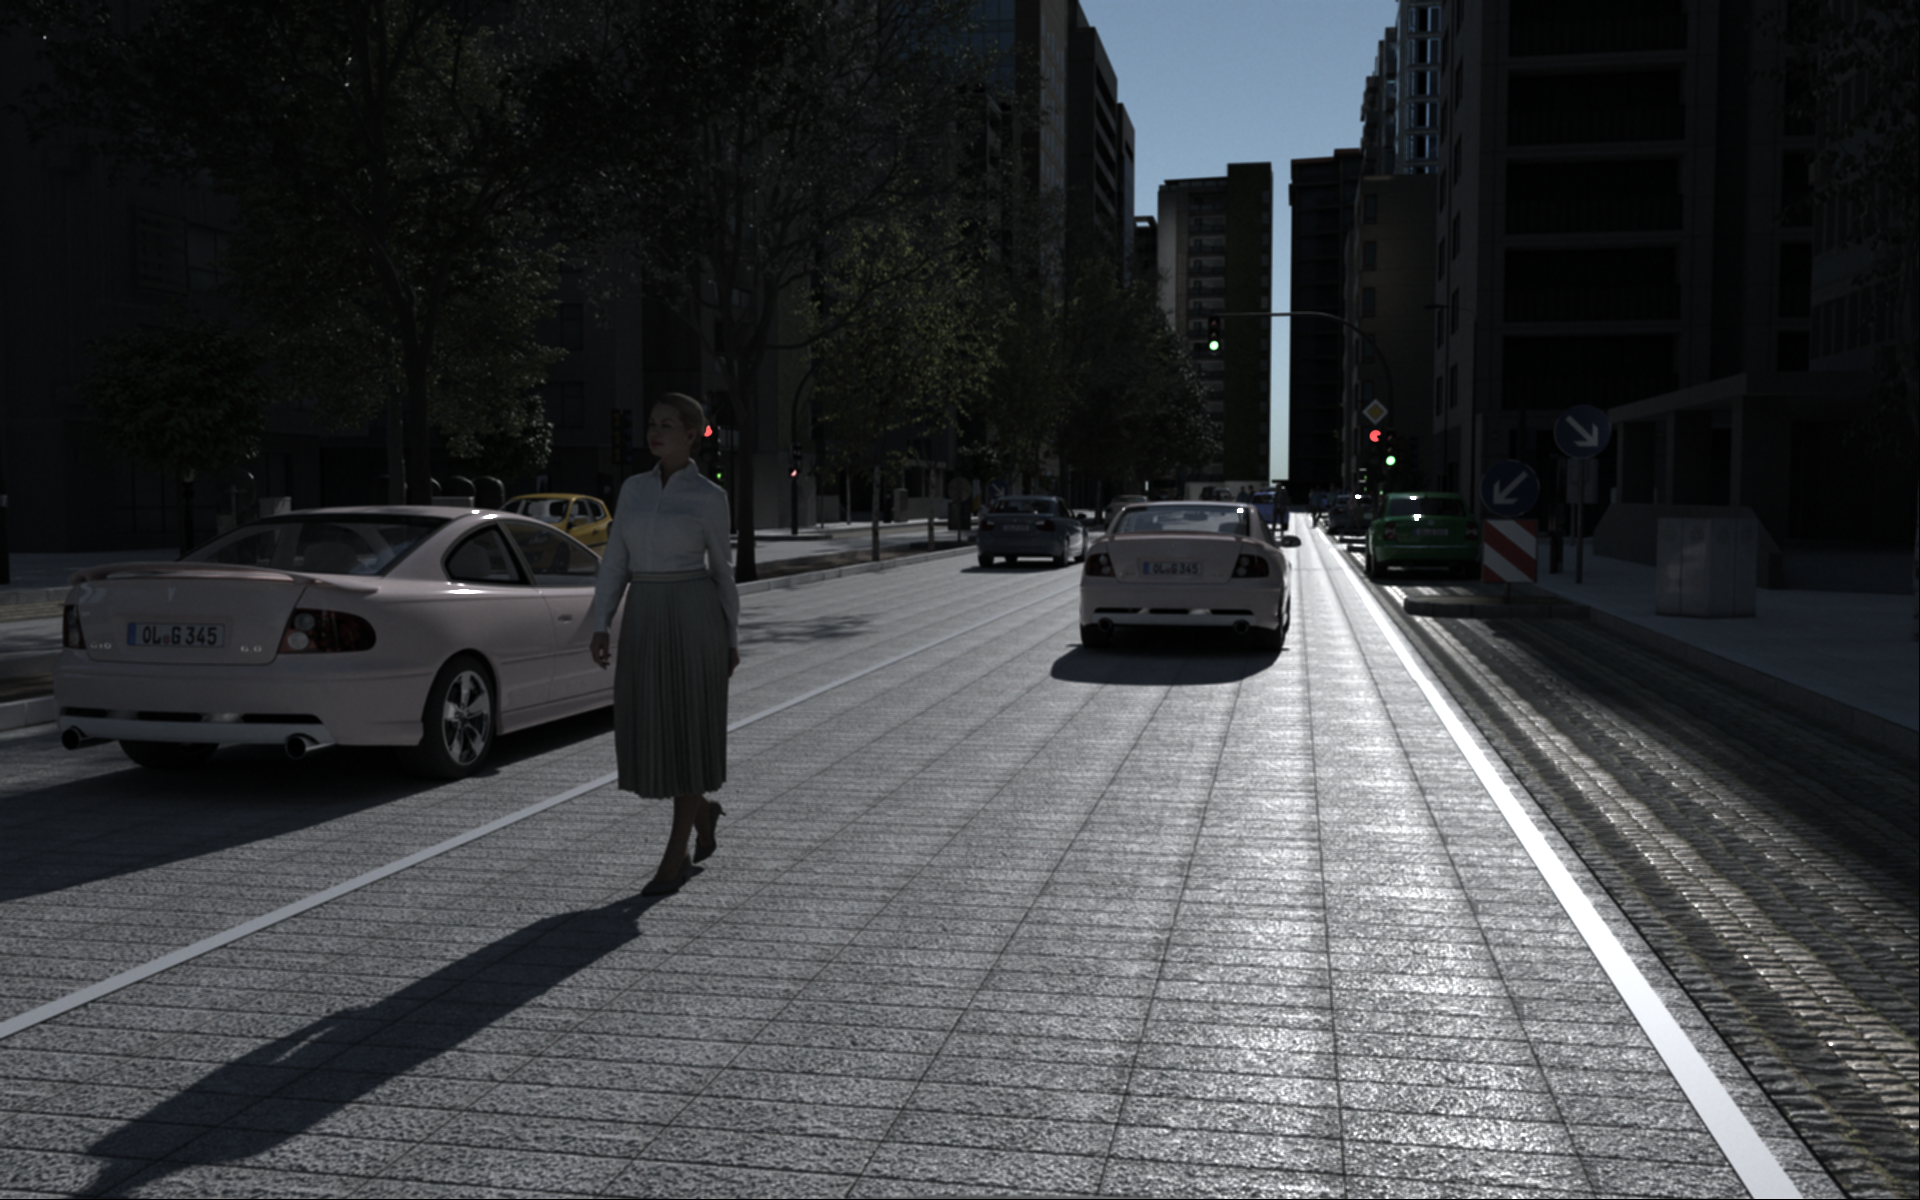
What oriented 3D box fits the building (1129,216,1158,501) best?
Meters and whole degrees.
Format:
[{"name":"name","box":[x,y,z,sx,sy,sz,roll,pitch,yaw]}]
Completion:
[{"name":"building","box":[14.868,-32.874,229.373,23.993,40.220,32.217,1,4,11]}]

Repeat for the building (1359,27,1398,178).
[{"name":"building","box":[53.042,-34.276,180.018,23.786,49.044,30.456,1,4,11]}]

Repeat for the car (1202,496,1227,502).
[{"name":"car","box":[17.204,-6.442,117.912,1.945,1.354,3.894,1,4,9]}]

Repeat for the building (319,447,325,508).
[{"name":"building","box":[-28.328,-25.393,65.294,14.200,45.320,14.600,1,4,11]}]

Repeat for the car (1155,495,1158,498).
[{"name":"car","box":[19.291,-9.296,164.350,2.083,1.381,4.827,1,4,12]}]

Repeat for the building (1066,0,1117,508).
[{"name":"building","box":[4.167,-33.771,175.862,21.300,48.544,21.600,1,4,11]}]

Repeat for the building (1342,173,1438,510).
[{"name":"building","box":[37.968,-15.950,105.822,27.650,21.520,28.899,1,4,11]}]

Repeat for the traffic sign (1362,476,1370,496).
[{"name":"traffic sign","box":[22.320,-5.773,94.497,0.768,2.556,0.104,1,4,19]}]

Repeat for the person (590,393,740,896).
[{"name":"person","box":[-1.043,0.141,6.417,0.478,1.798,0.641,2,4,25]}]

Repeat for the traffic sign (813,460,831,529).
[{"name":"traffic sign","box":[-5.083,-3.898,63.833,0.768,2.556,0.104,1,4,14]}]

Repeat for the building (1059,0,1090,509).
[{"name":"building","box":[0.981,-43.766,153.825,20.563,71.187,20.611,1,4,11]}]

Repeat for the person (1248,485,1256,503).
[{"name":"person","box":[12.987,-4.182,76.839,0.822,1.834,0.622,2,4,29]}]

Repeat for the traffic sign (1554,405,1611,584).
[{"name":"traffic sign","box":[8.884,-1.509,24.774,0.768,2.556,0.104,1,4,19]}]

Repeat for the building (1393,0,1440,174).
[{"name":"building","box":[46.488,-51.115,148.407,22.319,86.520,31.000,1,4,11]}]

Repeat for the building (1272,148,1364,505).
[{"name":"building","box":[54.009,-34.379,216.722,28.867,44.769,22.147,1,4,11]}]

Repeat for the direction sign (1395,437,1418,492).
[{"name":"direction sign","box":[17.718,-4.694,68.748,0.876,3.537,0.379,2,4,26]}]

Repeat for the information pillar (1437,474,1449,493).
[{"name":"information pillar","box":[17.433,-3.553,62.580,0.304,2.012,0.304,-1,4,-13]}]

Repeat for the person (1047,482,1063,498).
[{"name":"person","box":[3.281,-3.186,60.397,0.655,1.846,0.447,2,4,31]}]

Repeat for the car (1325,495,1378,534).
[{"name":"car","box":[14.270,-3.110,62.850,2.014,1.417,4.499,1,4,11]}]

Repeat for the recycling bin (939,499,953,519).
[{"name":"recycling bin","box":[-0.674,-4.670,88.902,0.722,1.027,0.722,1,4,14]}]

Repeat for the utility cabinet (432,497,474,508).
[{"name":"utility cabinet","box":[-10.939,-1.585,37.070,1.020,1.237,0.306,0,4,4]}]

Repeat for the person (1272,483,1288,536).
[{"name":"person","box":[10.871,-3.068,58.850,0.537,1.800,0.526,2,4,33]}]

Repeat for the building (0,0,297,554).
[{"name":"building","box":[-23.853,-22.038,43.916,14.086,41.232,14.154,1,4,11]}]

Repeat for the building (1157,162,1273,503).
[{"name":"building","box":[31.902,-32.632,217.132,14.086,41.232,14.154,1,4,11]}]

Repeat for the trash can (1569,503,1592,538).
[{"name":"trash can","box":[18.262,-2.405,50.976,0.748,1.137,0.748,0,3,0]}]

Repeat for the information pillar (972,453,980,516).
[{"name":"information pillar","box":[0.914,-6.620,99.595,0.504,3.616,0.183,3,5,44]}]

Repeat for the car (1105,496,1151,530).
[{"name":"car","box":[6.893,-3.484,69.329,2.083,1.381,4.827,1,4,12]}]

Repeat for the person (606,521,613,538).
[{"name":"person","box":[-2.880,-0.094,15.045,0.382,1.210,0.505,-3,5,-44]}]

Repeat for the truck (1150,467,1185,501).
[{"name":"truck","box":[21.116,-11.410,175.463,2.839,4.237,11.283,1,4,12]}]

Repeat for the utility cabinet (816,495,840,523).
[{"name":"utility cabinet","box":[-5.885,-4.031,77.067,1.020,1.237,0.306,-2,4,-24]}]

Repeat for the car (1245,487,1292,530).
[{"name":"car","box":[12.461,-3.703,70.128,1.945,1.707,3.694,1,4,11]}]

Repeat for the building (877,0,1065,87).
[{"name":"building","box":[0.462,-29.742,136.390,14.600,45.320,14.200,1,4,11]}]

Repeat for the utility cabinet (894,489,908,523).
[{"name":"utility cabinet","box":[-2.623,-4.192,77.214,0.318,1.500,1.173,1,4,16]}]

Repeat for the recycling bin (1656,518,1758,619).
[{"name":"recycling bin","box":[7.847,-0.346,18.210,0.722,1.027,0.722,-2,4,-25]}]

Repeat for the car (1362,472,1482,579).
[{"name":"car","box":[8.104,-1.326,30.476,1.959,1.807,4.718,1,4,11]}]

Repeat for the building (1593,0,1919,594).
[{"name":"building","box":[27.963,-20.421,25.758,32.217,40.220,23.993,1,4,11]}]

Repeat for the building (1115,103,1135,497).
[{"name":"building","box":[11.922,-33.396,196.128,14.200,45.320,14.600,1,4,11]}]

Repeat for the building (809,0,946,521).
[{"name":"building","box":[-17.615,-24.405,90.905,32.217,40.220,23.993,1,4,11]}]

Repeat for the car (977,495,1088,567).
[{"name":"car","box":[1.505,-1.421,35.235,2.014,1.417,4.499,1,4,12]}]

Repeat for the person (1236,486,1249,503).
[{"name":"person","box":[12.808,-4.257,78.445,0.601,1.785,0.444,1,4,15]}]

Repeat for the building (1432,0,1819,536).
[{"name":"building","box":[27.734,-37.914,58.151,20.611,71.187,20.563,1,4,11]}]

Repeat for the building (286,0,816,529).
[{"name":"building","box":[-13.949,-23.186,62.686,14.154,41.232,14.086,1,4,11]}]

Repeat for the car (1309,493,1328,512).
[{"name":"car","box":[28.451,-7.750,136.302,1.945,1.707,3.694,1,4,9]}]

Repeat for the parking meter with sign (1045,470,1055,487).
[{"name":"parking meter with sign","box":[6.639,-7.976,126.669,0.543,3.016,1.738,0,4,-6]}]

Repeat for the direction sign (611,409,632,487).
[{"name":"direction sign","box":[-9.022,-3.320,46.277,0.379,3.537,0.876,2,4,25]}]

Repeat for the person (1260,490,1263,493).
[{"name":"person","box":[19.859,-6.405,114.052,0.563,1.720,0.643,2,4,32]}]

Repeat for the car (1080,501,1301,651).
[{"name":"car","box":[2.333,-0.302,17.297,2.083,1.381,4.827,1,4,12]}]

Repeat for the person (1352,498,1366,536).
[{"name":"person","box":[12.257,-2.476,53.247,0.475,1.303,0.640,-2,4,-25]}]

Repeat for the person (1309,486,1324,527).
[{"name":"person","box":[15.560,-4.088,75.677,0.444,1.785,0.601,-3,5,-39]}]

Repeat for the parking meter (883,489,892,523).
[{"name":"parking meter","box":[-3.238,-4.205,77.158,0.372,1.533,0.369,0,3,0]}]

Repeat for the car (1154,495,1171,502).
[{"name":"car","box":[18.443,-8.838,157.082,1.945,1.354,3.894,1,4,12]}]

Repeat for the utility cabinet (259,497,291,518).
[{"name":"utility cabinet","box":[-13.680,-1.434,34.610,0.306,1.237,1.020,0,4,-3]}]

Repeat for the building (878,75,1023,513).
[{"name":"building","box":[-3.556,-21.490,123.069,14.160,30.474,14.107,1,4,11]}]

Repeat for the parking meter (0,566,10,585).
[{"name":"parking meter","box":[-13.720,-0.989,24.578,0.372,1.533,0.369,0,3,0]}]

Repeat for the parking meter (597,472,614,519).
[{"name":"parking meter","box":[-9.618,-2.526,47.019,0.399,1.863,0.255,-3,4,-38]}]
